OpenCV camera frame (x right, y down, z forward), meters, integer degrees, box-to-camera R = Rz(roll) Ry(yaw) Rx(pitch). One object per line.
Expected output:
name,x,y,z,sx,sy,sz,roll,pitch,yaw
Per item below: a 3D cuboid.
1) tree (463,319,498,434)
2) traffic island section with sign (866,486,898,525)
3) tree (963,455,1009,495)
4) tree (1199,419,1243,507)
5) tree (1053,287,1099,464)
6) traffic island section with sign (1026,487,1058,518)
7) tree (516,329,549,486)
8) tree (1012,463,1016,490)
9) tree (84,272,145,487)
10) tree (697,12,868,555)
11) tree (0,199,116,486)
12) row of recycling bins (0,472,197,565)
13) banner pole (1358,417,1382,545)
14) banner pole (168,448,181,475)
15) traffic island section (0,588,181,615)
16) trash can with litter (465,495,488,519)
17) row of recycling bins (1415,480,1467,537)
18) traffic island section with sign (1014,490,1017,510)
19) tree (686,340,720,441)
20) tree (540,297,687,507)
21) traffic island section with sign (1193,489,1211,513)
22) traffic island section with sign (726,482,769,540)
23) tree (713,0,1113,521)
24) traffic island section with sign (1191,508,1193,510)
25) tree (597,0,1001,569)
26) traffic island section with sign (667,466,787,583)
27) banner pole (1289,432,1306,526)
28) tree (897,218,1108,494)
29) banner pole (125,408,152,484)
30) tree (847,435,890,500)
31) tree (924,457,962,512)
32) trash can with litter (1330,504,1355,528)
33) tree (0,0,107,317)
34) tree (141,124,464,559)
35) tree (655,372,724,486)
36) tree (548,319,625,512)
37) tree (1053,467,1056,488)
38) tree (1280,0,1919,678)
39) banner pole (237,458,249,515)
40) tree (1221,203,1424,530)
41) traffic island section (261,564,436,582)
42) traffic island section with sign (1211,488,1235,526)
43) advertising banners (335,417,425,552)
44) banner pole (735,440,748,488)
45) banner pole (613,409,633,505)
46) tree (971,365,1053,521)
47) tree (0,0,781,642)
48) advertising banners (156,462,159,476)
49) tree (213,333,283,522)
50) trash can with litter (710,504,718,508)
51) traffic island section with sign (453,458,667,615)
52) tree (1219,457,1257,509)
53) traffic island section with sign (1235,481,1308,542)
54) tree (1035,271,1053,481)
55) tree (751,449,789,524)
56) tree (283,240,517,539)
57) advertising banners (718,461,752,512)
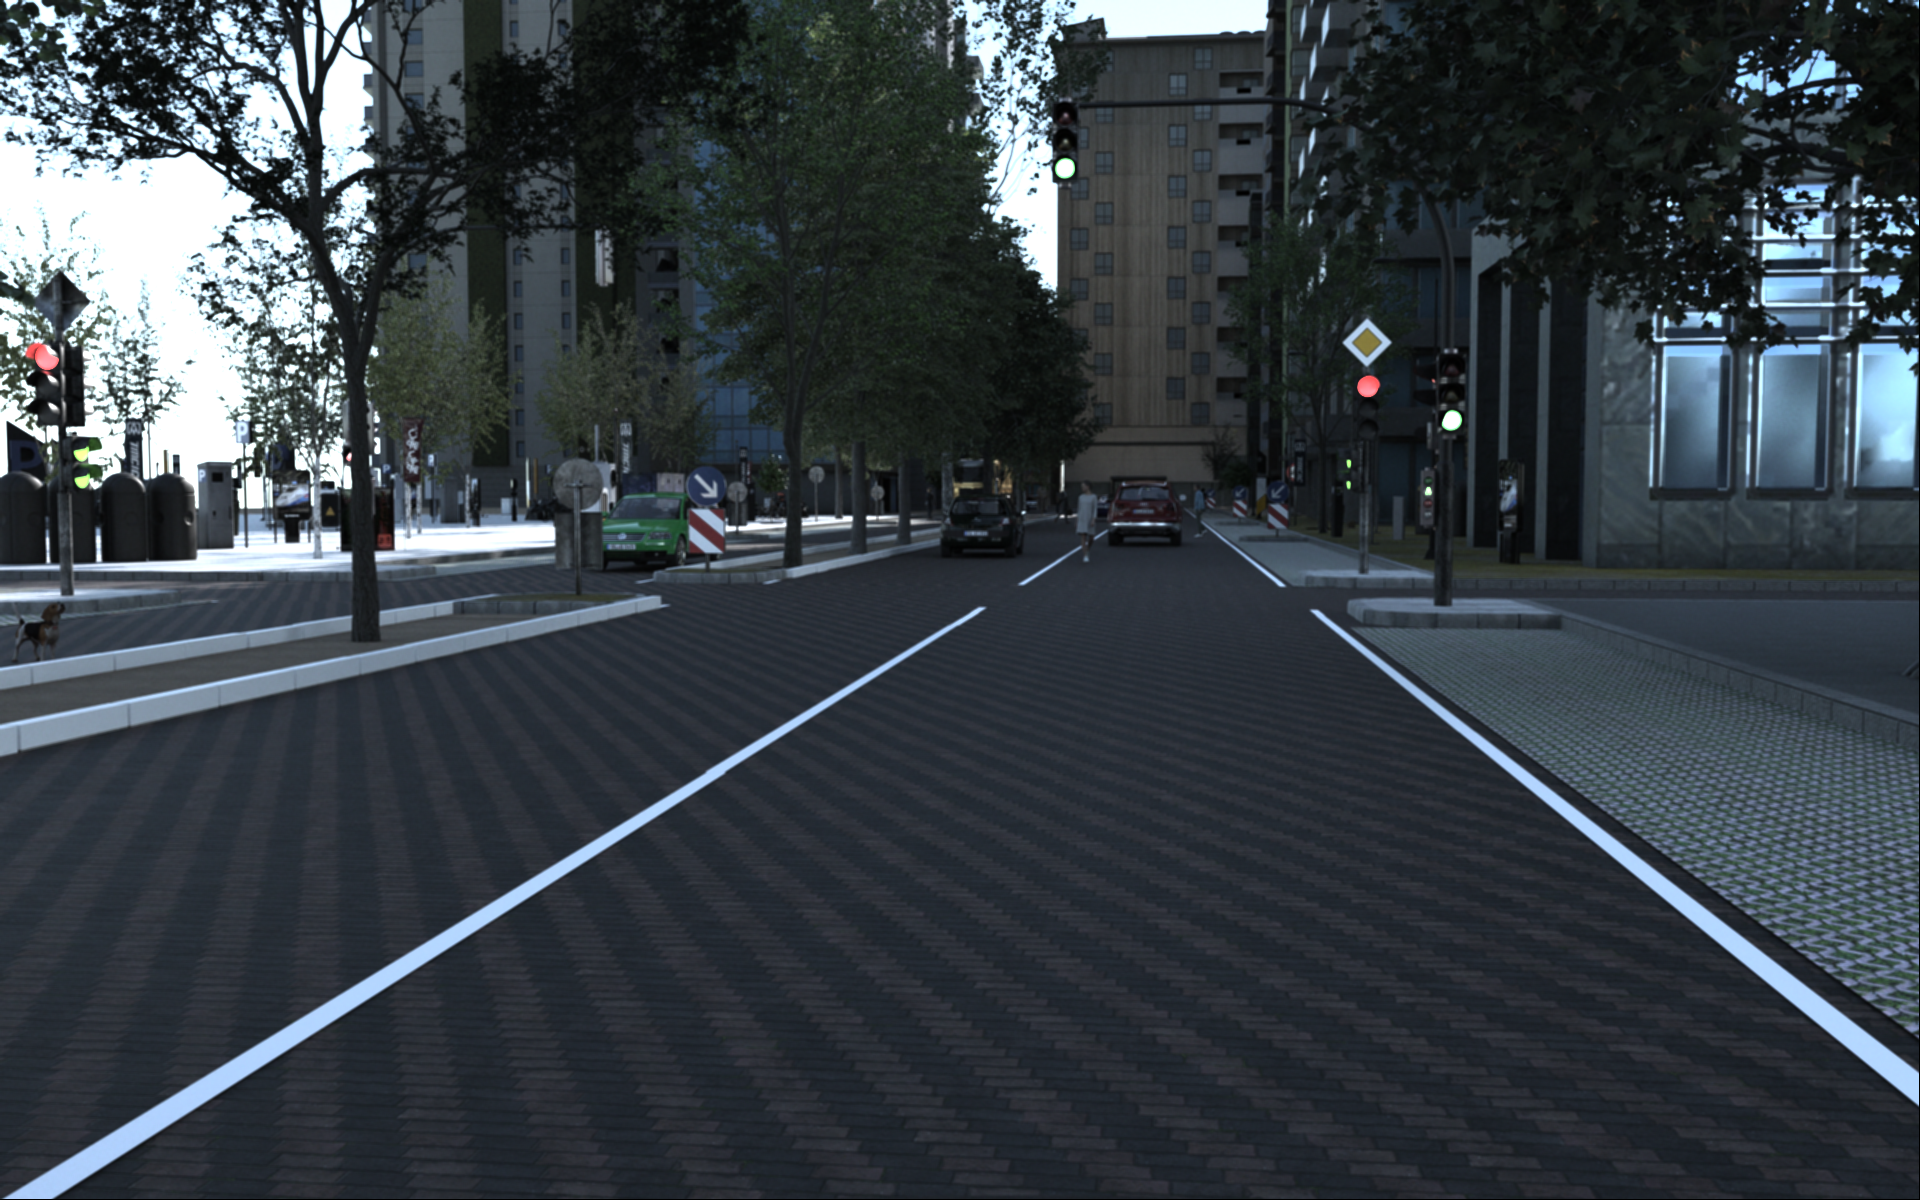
tree,-17.453,-6.480,56.304,4.360,8.622,3.978,0,3,0
traffic island section with sign,-3.895,-4.445,81.308,1.989,1.847,2.006,0,4,7
tree,1.268,-12.271,150.988,4.360,8.622,3.978,0,3,0
tree,25.349,-13.338,168.443,4.360,8.622,3.978,0,3,0
tree,2.861,-10.020,84.416,7.486,12.596,7.792,0,3,0
traffic island section with sign,4.845,-5.824,103.363,2.006,1.907,1.989,0,4,7
tree,-18.672,-7.050,65.625,4.737,8.622,4.395,0,3,0
tree,3.871,-13.182,165.882,4.360,8.622,3.978,0,3,0
tree,-26.723,-6.453,55.876,4.360,8.622,3.978,0,3,0
tree,-2.459,-7.369,41.062,7.486,12.596,7.792,0,3,0
tree,-22.650,-5.638,42.543,4.737,8.622,4.395,0,3,0
row of recycling bins,-16.247,-1.563,32.669,3.534,1.692,1.069,-3,5,-44
banner pole,10.407,-3.318,44.272,0.401,3.779,0.863,-2,4,-25
banner pole,-43.095,-6.418,94.959,0.401,3.779,0.863,3,4,38
traffic island section,-11.310,0.022,21.918,2.009,0.180,2.903,0,4,7
trash can with litter,-26.807,-5.222,96.442,1.678,1.210,2.233,1,4,9
row of recycling bins,15.110,-2.852,53.735,1.069,1.692,3.534,0,4,-6
traffic island section with sign,5.269,-9.149,158.215,1.989,1.847,2.006,0,4,7
tree,-13.310,-7.928,79.978,4.360,8.622,3.978,0,3,0
tree,-13.072,-6.972,64.353,4.360,8.622,3.978,0,3,0
traffic island section with sign,18.566,-7.358,128.936,1.989,1.847,2.006,0,4,7
traffic island section with sign,-7.095,-2.808,54.543,1.989,1.847,2.006,0,4,7
tree,-1.535,-12.306,59.551,12.611,20.169,13.585,0,3,0
traffic island section with sign,21.752,-8.995,155.703,1.989,1.847,2.006,0,4,7
tree,-3.073,-6.367,32.311,9.928,11.665,9.643,0,3,0
traffic island section with sign,-4.036,-1.261,28.749,2.006,1.907,1.989,0,4,7
banner pole,13.470,-4.859,69.469,0.863,3.779,0.401,0,4,3
tree,1.141,-9.252,70.730,9.611,12.733,9.660,0,3,0
banner pole,-23.782,-3.687,50.307,0.863,3.779,0.401,-2,4,-30
tree,-4.941,-9.245,101.523,4.360,8.622,3.978,0,3,0
tree,-0.938,-8.673,125.514,4.285,4.588,4.351,0,3,0
trash can with litter,14.453,-3.293,65.231,1.055,1.170,0.624,1,4,12
tree,-6.935,-5.954,6.459,9.857,13.997,8.962,0,3,0
tree,-12.948,-5.129,34.216,4.360,8.622,3.978,0,3,0
tree,-16.155,-9.333,102.949,4.737,8.622,4.395,0,3,0
tree,-16.288,-7.529,73.463,4.737,8.622,4.395,0,3,0
tree,3.414,-8.434,90.714,4.737,8.622,4.395,0,3,0
tree,7.021,-5.790,11.676,9.611,12.733,9.660,0,3,0
banner pole,-43.961,-7.094,105.995,0.401,3.779,0.863,1,4,19
tree,13.020,-8.365,62.527,9.928,11.665,9.643,0,3,0
traffic island section,-10.366,-0.463,29.847,2.009,0.180,2.903,0,4,7
traffic island section with sign,12.627,-4.306,79.030,1.989,1.847,2.006,0,4,7
advertising banners,-13.060,-2.625,39.102,2.074,3.025,0.090,-3,5,-39
banner pole,-10.202,-5.541,80.604,0.863,3.779,0.401,-3,5,-44
banner pole,-9.921,-3.719,50.829,0.863,3.779,0.401,2,4,27
tree,1.718,-7.682,78.428,4.737,8.622,4.395,0,3,0
tree,-5.683,-4.888,16.786,8.767,10.594,7.601,0,4,7
advertising banners,-43.415,-5.936,93.236,0.090,3.025,2.074,0,4,-6
tree,-31.761,-7.869,79.028,4.737,8.622,4.395,0,3,0
trash can with litter,-9.041,-3.030,60.920,1.055,1.170,0.624,-1,4,-12
traffic island section with sign,-4.922,-0.811,21.395,2.006,1.907,1.989,0,4,7
tree,24.350,-10.284,151.859,4.285,4.588,4.351,0,3,0
traffic island section with sign,9.433,-2.669,52.264,1.989,1.847,2.006,0,4,7
tree,-1.628,-7.829,48.588,7.486,12.596,7.792,0,3,0
tree,-8.198,-4.870,74.229,1.663,3.219,1.824,0,3,0
tree,-16.017,-6.059,49.431,4.737,8.622,4.395,0,3,0
advertising banners,-11.923,-5.828,91.467,2.074,3.025,0.090,1,4,16
